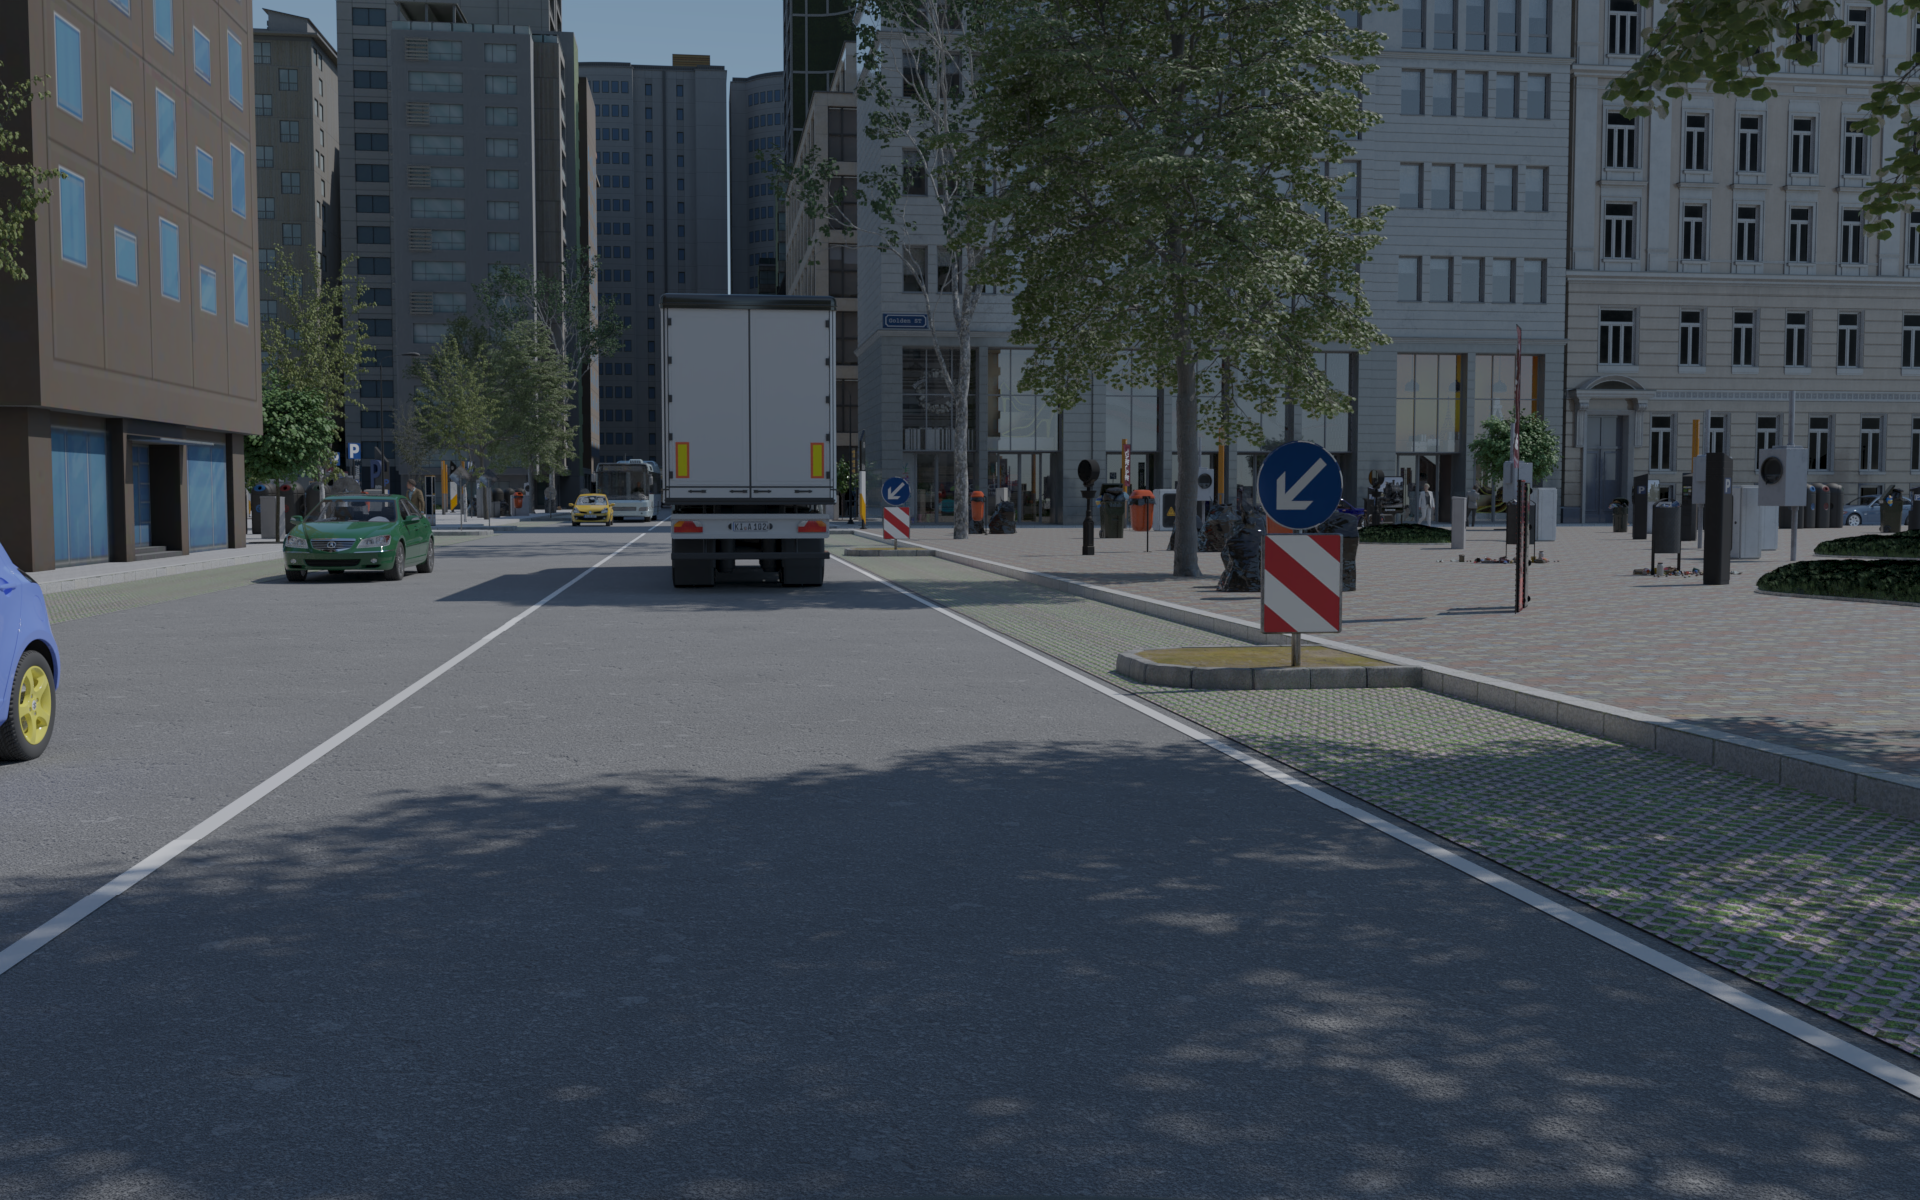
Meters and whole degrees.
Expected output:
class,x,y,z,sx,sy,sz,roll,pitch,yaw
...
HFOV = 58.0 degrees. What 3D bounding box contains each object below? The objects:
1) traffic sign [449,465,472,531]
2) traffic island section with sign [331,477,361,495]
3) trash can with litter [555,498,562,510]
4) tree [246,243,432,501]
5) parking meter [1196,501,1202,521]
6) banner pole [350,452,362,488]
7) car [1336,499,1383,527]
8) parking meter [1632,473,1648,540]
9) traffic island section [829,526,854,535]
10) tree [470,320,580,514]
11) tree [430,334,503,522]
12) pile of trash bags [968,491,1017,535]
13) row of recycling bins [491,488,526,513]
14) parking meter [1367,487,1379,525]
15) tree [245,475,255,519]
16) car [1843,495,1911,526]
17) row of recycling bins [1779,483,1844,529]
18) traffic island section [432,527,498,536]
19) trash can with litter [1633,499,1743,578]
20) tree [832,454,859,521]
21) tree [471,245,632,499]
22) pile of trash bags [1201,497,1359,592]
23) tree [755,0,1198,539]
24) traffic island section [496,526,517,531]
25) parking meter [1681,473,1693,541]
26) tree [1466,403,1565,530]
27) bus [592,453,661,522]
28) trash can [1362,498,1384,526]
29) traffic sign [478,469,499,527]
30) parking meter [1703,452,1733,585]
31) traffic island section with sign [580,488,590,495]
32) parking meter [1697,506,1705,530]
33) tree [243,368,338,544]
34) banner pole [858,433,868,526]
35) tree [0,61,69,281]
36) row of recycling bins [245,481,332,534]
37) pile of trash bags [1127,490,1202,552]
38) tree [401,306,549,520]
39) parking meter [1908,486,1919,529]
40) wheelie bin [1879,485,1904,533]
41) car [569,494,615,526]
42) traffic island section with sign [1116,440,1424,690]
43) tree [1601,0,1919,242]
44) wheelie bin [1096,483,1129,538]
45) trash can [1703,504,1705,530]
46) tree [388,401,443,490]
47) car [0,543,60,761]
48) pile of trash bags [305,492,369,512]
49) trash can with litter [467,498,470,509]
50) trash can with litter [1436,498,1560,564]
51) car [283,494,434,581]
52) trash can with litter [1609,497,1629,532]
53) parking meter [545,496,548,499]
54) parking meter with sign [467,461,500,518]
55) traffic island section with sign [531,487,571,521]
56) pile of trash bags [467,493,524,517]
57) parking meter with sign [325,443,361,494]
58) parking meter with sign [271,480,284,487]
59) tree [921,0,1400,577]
class,x,y,z,sx,sy,sz,roll,pitch,yaw
traffic sign,-17.405,-3.472,60.415,0.795,2.450,0.064,-1,4,-8
traffic island section with sign,-13.986,-1.880,39.368,1.989,1.847,2.006,-1,4,-8
trash can with litter,-32.064,-7.688,137.090,1.055,1.170,0.624,-3,5,-45
tree,-18.794,-6.114,50.322,4.737,8.622,4.395,0,3,0
parking meter,8.829,-3.562,63.951,0.255,1.863,0.399,0,4,-7
banner pole,-31.381,-6.105,89.839,0.863,3.779,0.401,1,4,12
car,14.532,-3.388,67.969,3.894,1.354,1.945,-1,4,-9
parking meter,19.186,-2.641,48.897,0.399,1.863,0.255,1,4,10
traffic island section,-4.921,-2.448,62.314,2.009,0.180,2.903,-1,4,-8
tree,-28.400,-11.917,112.965,7.486,12.596,7.792,0,3,0
tree,-22.714,-7.863,78.923,4.737,8.622,4.395,0,3,0
pile of trash bags,0.804,-2.801,55.545,1.912,1.369,3.447,1,4,9
row of recycling bins,-30.745,-6.694,116.560,1.069,1.692,3.534,3,5,40
parking meter,14.361,-3.170,60.245,0.372,1.533,0.369,0,3,0
tree,-35.926,-5.726,88.214,1.663,3.219,1.824,0,3,0
car,38.681,-3.755,73.401,4.499,1.417,2.014,-1,4,-10
row of recycling bins,31.863,-3.535,64.903,3.534,1.692,1.069,-2,4,-34
traffic island section,-17.428,-2.336,60.473,2.009,0.180,2.903,-1,4,-8
trash can with litter,11.601,-1.003,27.464,2.233,1.210,1.678,-1,4,-18
tree,-5.546,-5.433,83.431,1.663,3.219,1.824,0,3,0
tree,-29.138,-16.745,129.672,12.611,20.169,13.585,0,3,0
pile of trash bags,4.291,-0.800,22.833,1.912,1.369,3.447,1,4,12
tree,0.506,-11.881,50.140,12.611,20.169,13.585,0,3,0
traffic island section,-18.597,-2.819,68.373,2.009,0.180,2.903,-1,4,-8
parking meter,19.805,-2.538,47.202,0.255,1.863,0.399,1,4,22
tree,19.851,-4.784,61.931,4.285,4.588,4.351,0,3,0
bus,-17.368,-5.892,91.199,2.948,3.499,13.247,0,4,-7
trash can,14.626,-3.041,61.376,0.748,1.137,0.748,0,3,0
traffic sign,-18.575,-3.955,68.314,0.795,2.450,0.064,-1,4,-8
parking meter,10.739,-1.151,24.534,0.399,1.863,0.255,-3,5,-45
traffic island section with sign,-25.861,-6.791,119.664,1.989,1.847,2.006,-1,4,-8
parking meter,26.501,-3.264,61.773,0.372,1.533,0.369,0,3,0
tree,-17.837,-3.754,45.086,4.285,4.588,4.351,0,3,0
banner pole,-3.913,-4.926,70.555,0.401,3.779,0.863,0,4,7
tree,-15.407,-4.587,25.368,4.737,8.622,4.395,0,3,0
row of recycling bins,-21.904,-2.960,55.511,3.534,1.692,1.069,0,4,-1
pile of trash bags,5.330,-1.785,38.943,3.447,1.369,1.912,-2,4,-24
tree,-24.062,-9.300,86.473,7.601,10.594,8.767,0,4,-4
parking meter,27.083,-2.487,49.069,0.372,1.533,0.369,0,3,0
wheelie bin,30.911,-3.031,57.467,0.693,1.594,0.980,1,4,17
car,-16.569,-4.151,78.098,2.015,1.641,3.980,-1,4,-9
traffic island section with sign,2.297,-0.301,13.549,1.989,1.847,2.006,-1,4,-8
tree,5.578,-5.499,8.029,7.486,12.596,7.792,0,3,0
wheelie bin,4.451,-2.591,50.267,0.980,1.594,0.693,-1,4,-12
trash can,25.747,-2.916,59.334,0.748,1.137,0.748,0,3,0
tree,-42.251,-11.219,133.797,4.360,8.622,3.978,0,3,0
car,-5.647,0.100,7.957,1.945,1.707,3.694,0,4,-7
pile of trash bags,-27.631,-4.066,76.239,3.447,1.369,1.912,0,4,0
trash can with litter,-31.809,-6.168,112.227,1.055,1.170,0.624,1,4,9
trash can with litter,10.107,-1.311,32.491,2.233,1.210,1.678,1,4,17
car,-10.340,-1.115,30.029,2.131,1.459,4.920,0,4,-7
trash can with litter,22.159,-2.863,58.193,0.624,1.170,1.055,2,4,25
parking meter,-29.869,-7.157,125.426,0.372,1.533,0.369,0,3,0
parking meter with sign,-25.557,-5.919,93.035,0.543,3.016,1.738,3,5,39
traffic island section with sign,-21.883,-5.146,92.759,1.989,1.847,2.006,-1,4,-8
pile of trash bags,-26.529,-5.489,99.489,1.912,1.369,3.447,3,4,37
parking meter with sign,-21.419,-3.870,59.542,1.738,3.016,0.543,2,4,28
parking meter with sign,-35.614,-5.757,90.393,0.543,3.016,1.738,3,5,40
tree,3.144,-6.638,26.662,7.486,12.596,7.792,0,3,0
